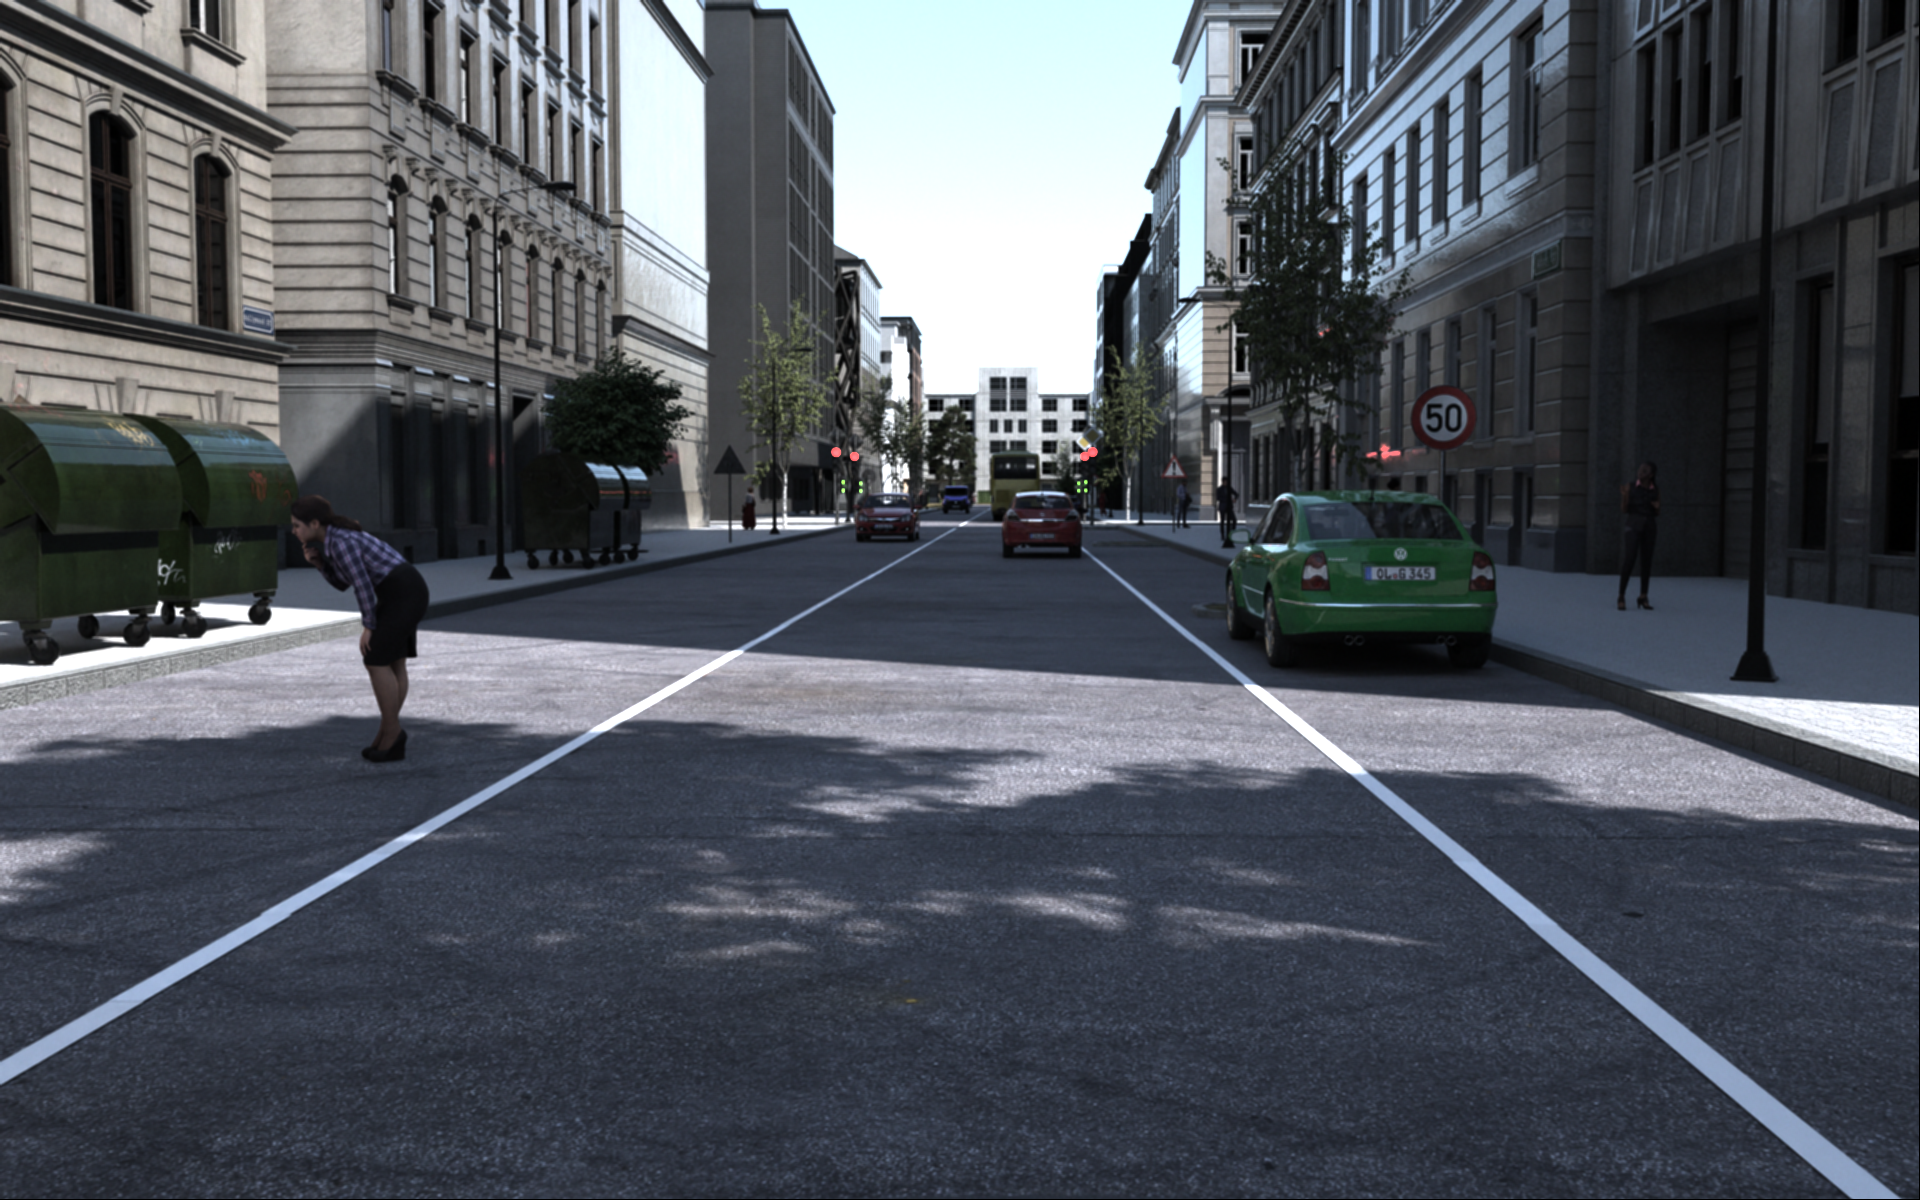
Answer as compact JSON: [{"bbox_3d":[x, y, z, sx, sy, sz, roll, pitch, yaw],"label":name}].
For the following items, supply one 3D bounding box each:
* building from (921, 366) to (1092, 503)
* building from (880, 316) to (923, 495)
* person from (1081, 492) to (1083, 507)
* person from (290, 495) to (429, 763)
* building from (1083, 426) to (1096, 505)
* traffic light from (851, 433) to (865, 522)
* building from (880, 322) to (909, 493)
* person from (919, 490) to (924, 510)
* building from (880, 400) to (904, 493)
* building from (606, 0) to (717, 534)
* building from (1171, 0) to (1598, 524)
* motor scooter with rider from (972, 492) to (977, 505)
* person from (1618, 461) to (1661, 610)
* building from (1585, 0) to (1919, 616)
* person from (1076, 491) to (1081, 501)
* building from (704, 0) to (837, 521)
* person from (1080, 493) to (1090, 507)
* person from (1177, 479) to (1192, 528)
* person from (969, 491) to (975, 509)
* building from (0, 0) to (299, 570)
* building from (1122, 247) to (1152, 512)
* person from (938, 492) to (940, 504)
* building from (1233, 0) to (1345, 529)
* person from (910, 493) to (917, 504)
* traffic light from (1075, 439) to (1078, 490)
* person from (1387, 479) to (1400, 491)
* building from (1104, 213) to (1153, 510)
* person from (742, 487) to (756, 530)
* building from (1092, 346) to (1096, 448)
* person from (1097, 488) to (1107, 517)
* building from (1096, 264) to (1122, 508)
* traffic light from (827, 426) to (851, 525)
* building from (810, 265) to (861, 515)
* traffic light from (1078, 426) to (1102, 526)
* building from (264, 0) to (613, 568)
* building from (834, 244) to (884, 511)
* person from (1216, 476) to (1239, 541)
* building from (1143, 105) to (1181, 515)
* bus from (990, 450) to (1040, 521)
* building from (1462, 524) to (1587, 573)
[{"bbox_3d":[2.722,-23.352,248.262,31.486,18.905,16.747,0,4,2],"label":"building"},{"bbox_3d":[-21.401,-22.597,213.433,32.646,21.610,27.936,0,4,2],"label":"building"},{"bbox_3d":[11.661,-9.533,162.363,0.568,1.767,0.683,0,4,-5],"label":"person"},{"bbox_3d":[-3.191,0.152,9.254,0.697,1.427,0.421,-2,4,-28],"label":"person"},{"bbox_3d":[20.160,-16.537,212.532,9.099,9.664,28.070,0,4,2],"label":"building"},{"bbox_3d":[-4.744,-5.470,78.685,0.839,4.213,0.868,0,4,2],"label":"traffic light"},{"bbox_3d":[-13.458,-20.289,188.138,16.016,20.091,11.380,0,4,2],"label":"building"},{"bbox_3d":[-3.078,-8.015,138.558,0.415,1.643,0.593,-2,4,-24],"label":"person"},{"bbox_3d":[-9.957,-13.853,168.647,9.099,9.664,28.070,0,4,2],"label":"building"},{"bbox_3d":[-24.196,-13.859,59.886,30.059,22.955,16.112,0,4,2],"label":"building"},{"bbox_3d":[21.190,-18.393,86.634,20.117,28.700,13.634,0,4,2],"label":"building"},{"bbox_3d":[1.791,-13.341,227.092,0.876,1.779,1.986,0,4,3],"label":"motor scooter with rider"},{"bbox_3d":[7.530,-0.713,19.172,0.593,1.643,0.415,-3,5,-42],"label":"person"},{"bbox_3d":[15.732,-12.168,16.964,12.078,24.808,19.932,0,4,2],"label":"building"},{"bbox_3d":[9.267,-7.927,136.197,0.434,1.755,0.990,0,4,0],"label":"person"},{"bbox_3d":[-14.837,-18.316,92.976,14.314,27.812,24.014,0,4,2],"label":"building"},{"bbox_3d":[12.317,-9.933,168.463,1.348,1.822,0.705,1,4,20],"label":"person"},{"bbox_3d":[8.501,-3.630,65.259,0.599,1.838,0.709,3,5,43],"label":"person"},{"bbox_3d":[1.242,-11.738,201.133,0.721,1.736,1.217,3,5,40],"label":"person"},{"bbox_3d":[-17.129,-11.793,11.908,14.460,24.649,34.723,0,4,2],"label":"building"},{"bbox_3d":[17.831,-16.750,128.614,10.420,20.320,16.860,0,4,2],"label":"building"},{"bbox_3d":[-2.739,-13.693,233.102,0.721,1.735,1.217,0,4,3],"label":"person"},{"bbox_3d":[15.397,-11.755,56.821,10.561,19.102,19.286,0,4,2],"label":"building"},{"bbox_3d":[-3.625,-7.751,134.649,0.647,1.594,0.662,1,4,17],"label":"person"},{"bbox_3d":[5.612,-5.451,78.367,0.839,4.213,0.868,0,4,2],"label":"traffic light"},{"bbox_3d":[7.429,-1.284,29.406,0.453,1.535,0.546,2,4,35],"label":"person"},{"bbox_3d":[18.640,-19.275,144.819,12.332,23.373,15.834,0,4,2],"label":"building"},{"bbox_3d":[-7.571,-3.284,62.202,0.523,1.526,0.387,-3,4,-39],"label":"person"},{"bbox_3d":[22.895,-20.545,192.334,16.016,20.091,11.380,0,4,2],"label":"building"},{"bbox_3d":[8.030,-5.509,97.820,0.593,1.614,0.444,0,4,3],"label":"person"},{"bbox_3d":[27.201,-19.950,170.150,27.936,21.610,32.646,0,4,2],"label":"building"},{"bbox_3d":[-5.002,-4.982,70.704,0.839,4.213,0.868,0,4,2],"label":"traffic light"},{"bbox_3d":[-15.089,-15.058,113.645,16.820,18.784,16.811,0,4,2],"label":"building"},{"bbox_3d":[5.354,-4.963,70.386,0.839,4.213,0.868,0,4,2],"label":"traffic light"},{"bbox_3d":[-14.413,-11.574,38.392,9.793,20.994,18.267,0,4,2],"label":"building"},{"bbox_3d":[-11.541,-17.579,136.564,9.793,20.994,18.267,0,4,2],"label":"building"},{"bbox_3d":[7.421,-2.521,47.715,0.683,1.767,0.568,-1,4,-23],"label":"person"},{"bbox_3d":[18.431,-18.956,107.195,12.463,27.353,25.104,0,4,2],"label":"building"},{"bbox_3d":[3.046,-6.357,95.491,2.896,3.916,12.252,0,4,2],"label":"bus"},{"bbox_3d":[16.200,-15.347,36.827,13.634,28.700,20.117,0,4,2],"label":"building"}]
